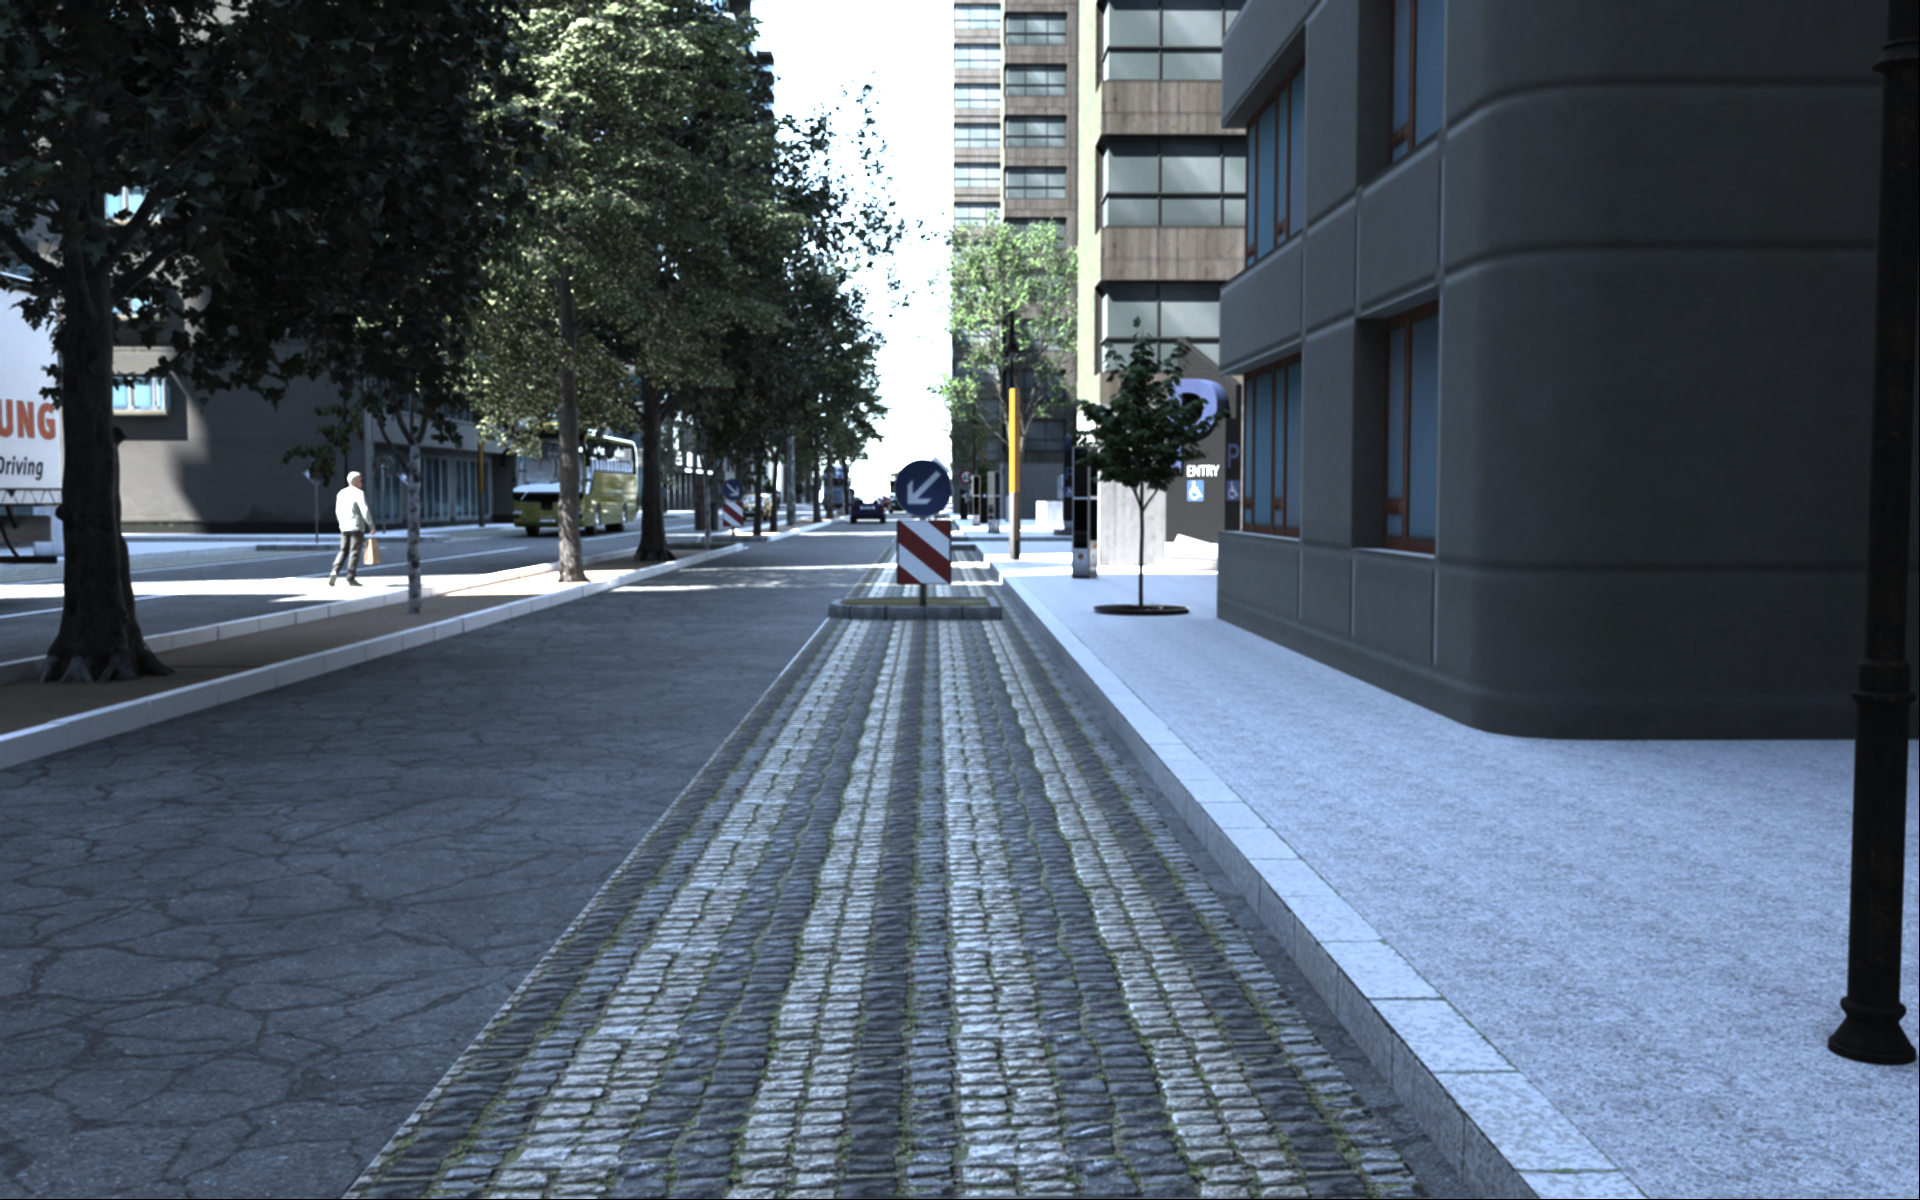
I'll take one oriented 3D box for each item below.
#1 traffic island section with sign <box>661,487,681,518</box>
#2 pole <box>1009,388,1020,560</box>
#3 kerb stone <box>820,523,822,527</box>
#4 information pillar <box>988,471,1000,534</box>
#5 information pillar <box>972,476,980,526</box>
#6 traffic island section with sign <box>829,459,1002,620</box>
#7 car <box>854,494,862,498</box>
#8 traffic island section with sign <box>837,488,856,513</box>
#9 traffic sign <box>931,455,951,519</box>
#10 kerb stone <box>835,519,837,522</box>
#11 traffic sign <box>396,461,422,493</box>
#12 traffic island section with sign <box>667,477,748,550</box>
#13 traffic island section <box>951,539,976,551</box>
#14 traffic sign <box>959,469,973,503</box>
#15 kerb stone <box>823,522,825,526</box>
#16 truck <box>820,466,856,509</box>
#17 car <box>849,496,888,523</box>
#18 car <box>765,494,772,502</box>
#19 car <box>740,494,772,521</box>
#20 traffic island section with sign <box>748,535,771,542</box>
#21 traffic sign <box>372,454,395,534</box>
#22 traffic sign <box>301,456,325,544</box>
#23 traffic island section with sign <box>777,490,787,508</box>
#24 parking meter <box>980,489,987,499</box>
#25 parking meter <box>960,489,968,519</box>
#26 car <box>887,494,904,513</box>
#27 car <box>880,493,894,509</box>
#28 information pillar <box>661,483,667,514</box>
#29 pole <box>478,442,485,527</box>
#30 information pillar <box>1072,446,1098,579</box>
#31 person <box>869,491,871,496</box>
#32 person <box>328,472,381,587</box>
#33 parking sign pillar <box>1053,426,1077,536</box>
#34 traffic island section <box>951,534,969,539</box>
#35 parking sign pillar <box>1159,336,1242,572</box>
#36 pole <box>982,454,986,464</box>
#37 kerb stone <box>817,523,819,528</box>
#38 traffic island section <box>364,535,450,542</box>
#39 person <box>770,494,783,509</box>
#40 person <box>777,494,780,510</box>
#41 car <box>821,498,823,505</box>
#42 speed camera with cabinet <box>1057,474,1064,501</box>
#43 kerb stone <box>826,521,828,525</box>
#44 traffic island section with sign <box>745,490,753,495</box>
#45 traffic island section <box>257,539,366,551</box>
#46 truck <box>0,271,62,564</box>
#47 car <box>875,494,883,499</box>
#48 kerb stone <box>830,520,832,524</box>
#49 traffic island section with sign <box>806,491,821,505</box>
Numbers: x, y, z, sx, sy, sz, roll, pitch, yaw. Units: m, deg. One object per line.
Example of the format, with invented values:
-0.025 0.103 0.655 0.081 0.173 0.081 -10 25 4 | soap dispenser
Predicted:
-17.655 -5.758 102.771 1.989 1.847 2.006 0 4 -1 | traffic island section with sign
1.062 -2.429 33.550 0.158 3.312 0.155 0 3 0 | pole
-6.131 -3.189 74.332 0.120 0.150 1.000 0 4 -1 | kerb stone
1.101 -3.168 56.290 0.304 2.012 0.304 3 5 42 | information pillar
0.646 -3.930 68.743 0.304 2.012 0.304 0 4 -3 | information pillar
-0.536 -0.725 20.484 1.989 1.847 2.006 0 4 -1 | traffic island section with sign
-12.931 -12.705 216.525 1.959 1.807 4.718 0 4 -2 | car
-8.069 -7.323 127.865 2.006 1.907 1.989 0 4 -1 | traffic island section with sign
-0.633 -2.536 45.113 0.795 2.450 0.064 0 4 -1 | traffic sign
-6.312 -3.878 85.594 0.120 0.150 1.000 0 4 -1 | kerb stone
-16.805 -3.010 52.857 0.795 2.450 0.064 0 4 -1 | traffic sign
-6.722 -2.275 45.330 2.006 1.907 1.989 0 4 -1 | traffic island section with sign
-0.609 -1.401 45.191 2.009 0.180 2.903 0 4 -1 | traffic island section
0.356 -5.440 89.058 0.768 2.556 0.104 0 4 2 | traffic sign
-6.168 -3.313 76.376 0.120 0.150 1.000 0 4 -1 | kerb stone
-11.505 -10.977 169.240 2.967 4.110 18.799 0 4 0 | truck
-4.539 -4.473 85.720 1.945 1.354 3.894 0 4 -2 | car
-14.357 -6.926 123.463 2.015 1.641 3.980 0 4 1 | car
-11.150 -5.120 93.927 2.015 1.641 3.980 0 3 0 | car
-6.833 -2.728 52.736 2.006 1.907 1.989 0 4 -1 | traffic island section with sign
-18.550 -3.401 55.712 0.768 2.556 0.104 0 4 8 | traffic sign
-16.675 -2.522 44.873 0.795 2.450 0.064 0 4 -1 | traffic sign
-18.902 -10.462 179.679 1.989 1.847 2.006 0 4 -1 | traffic island section with sign
1.115 -4.529 82.467 0.372 1.533 0.369 0 3 0 | parking meter
0.196 -4.860 87.871 0.372 1.533 0.369 0 3 0 | parking meter
-4.488 -7.364 132.194 2.131 1.459 4.920 0 4 -1 | car
-5.841 -8.416 146.635 2.155 1.783 4.494 0 4 -2 | car
-19.519 -6.713 114.244 0.304 2.012 0.304 -2 4 -32 | information pillar
-18.753 -4.526 67.836 0.158 3.312 0.155 0 3 0 | pole
1.908 -1.341 26.424 0.304 2.012 0.304 2 4 31 | information pillar
-11.354 -12.958 220.000 0.705 1.869 1.348 1 4 9 | person
-9.344 -1.087 26.753 0.782 1.767 0.515 2 4 24 | person
3.631 -4.007 53.989 1.447 3.967 1.447 1 4 22 | parking sign pillar
-0.740 -1.890 53.175 2.009 0.180 2.903 0 4 -1 | traffic island section
4.096 -2.489 29.163 1.447 3.967 1.447 -3 5 -42 | parking sign pillar
1.202 -5.722 87.395 0.158 3.312 0.155 0 3 0 | pole
-6.099 -3.063 72.281 0.120 0.150 1.000 0 4 -1 | kerb stone
-16.829 -1.874 52.918 2.009 0.180 2.903 0 4 -1 | traffic island section
-17.848 -9.732 167.627 1.348 1.824 0.705 -1 4 -10 | person
-16.433 -8.902 154.993 0.756 1.711 0.436 1 4 19 | person
-16.744 -12.763 221.262 1.945 1.354 3.894 0 4 1 | car
5.723 -5.422 82.987 2.038 3.252 0.660 1 4 16 | speed camera with cabinet
-6.196 -3.433 78.430 0.120 0.150 1.000 0 4 -1 | kerb stone
-18.452 -8.745 151.610 1.989 1.847 2.006 0 4 -1 | traffic island section with sign
-16.698 -1.386 44.934 2.009 0.180 2.903 0 4 -1 | traffic island section
-13.108 -1.746 17.460 2.839 4.237 11.283 0 4 -1 | truck
-12.727 -15.935 272.539 2.014 1.417 4.499 0 4 -2 | car
-6.249 -3.627 81.500 0.120 0.150 1.000 0 4 -1 | kerb stone
-19.810 -13.853 235.116 1.989 1.847 2.006 0 4 -1 | traffic island section with sign
